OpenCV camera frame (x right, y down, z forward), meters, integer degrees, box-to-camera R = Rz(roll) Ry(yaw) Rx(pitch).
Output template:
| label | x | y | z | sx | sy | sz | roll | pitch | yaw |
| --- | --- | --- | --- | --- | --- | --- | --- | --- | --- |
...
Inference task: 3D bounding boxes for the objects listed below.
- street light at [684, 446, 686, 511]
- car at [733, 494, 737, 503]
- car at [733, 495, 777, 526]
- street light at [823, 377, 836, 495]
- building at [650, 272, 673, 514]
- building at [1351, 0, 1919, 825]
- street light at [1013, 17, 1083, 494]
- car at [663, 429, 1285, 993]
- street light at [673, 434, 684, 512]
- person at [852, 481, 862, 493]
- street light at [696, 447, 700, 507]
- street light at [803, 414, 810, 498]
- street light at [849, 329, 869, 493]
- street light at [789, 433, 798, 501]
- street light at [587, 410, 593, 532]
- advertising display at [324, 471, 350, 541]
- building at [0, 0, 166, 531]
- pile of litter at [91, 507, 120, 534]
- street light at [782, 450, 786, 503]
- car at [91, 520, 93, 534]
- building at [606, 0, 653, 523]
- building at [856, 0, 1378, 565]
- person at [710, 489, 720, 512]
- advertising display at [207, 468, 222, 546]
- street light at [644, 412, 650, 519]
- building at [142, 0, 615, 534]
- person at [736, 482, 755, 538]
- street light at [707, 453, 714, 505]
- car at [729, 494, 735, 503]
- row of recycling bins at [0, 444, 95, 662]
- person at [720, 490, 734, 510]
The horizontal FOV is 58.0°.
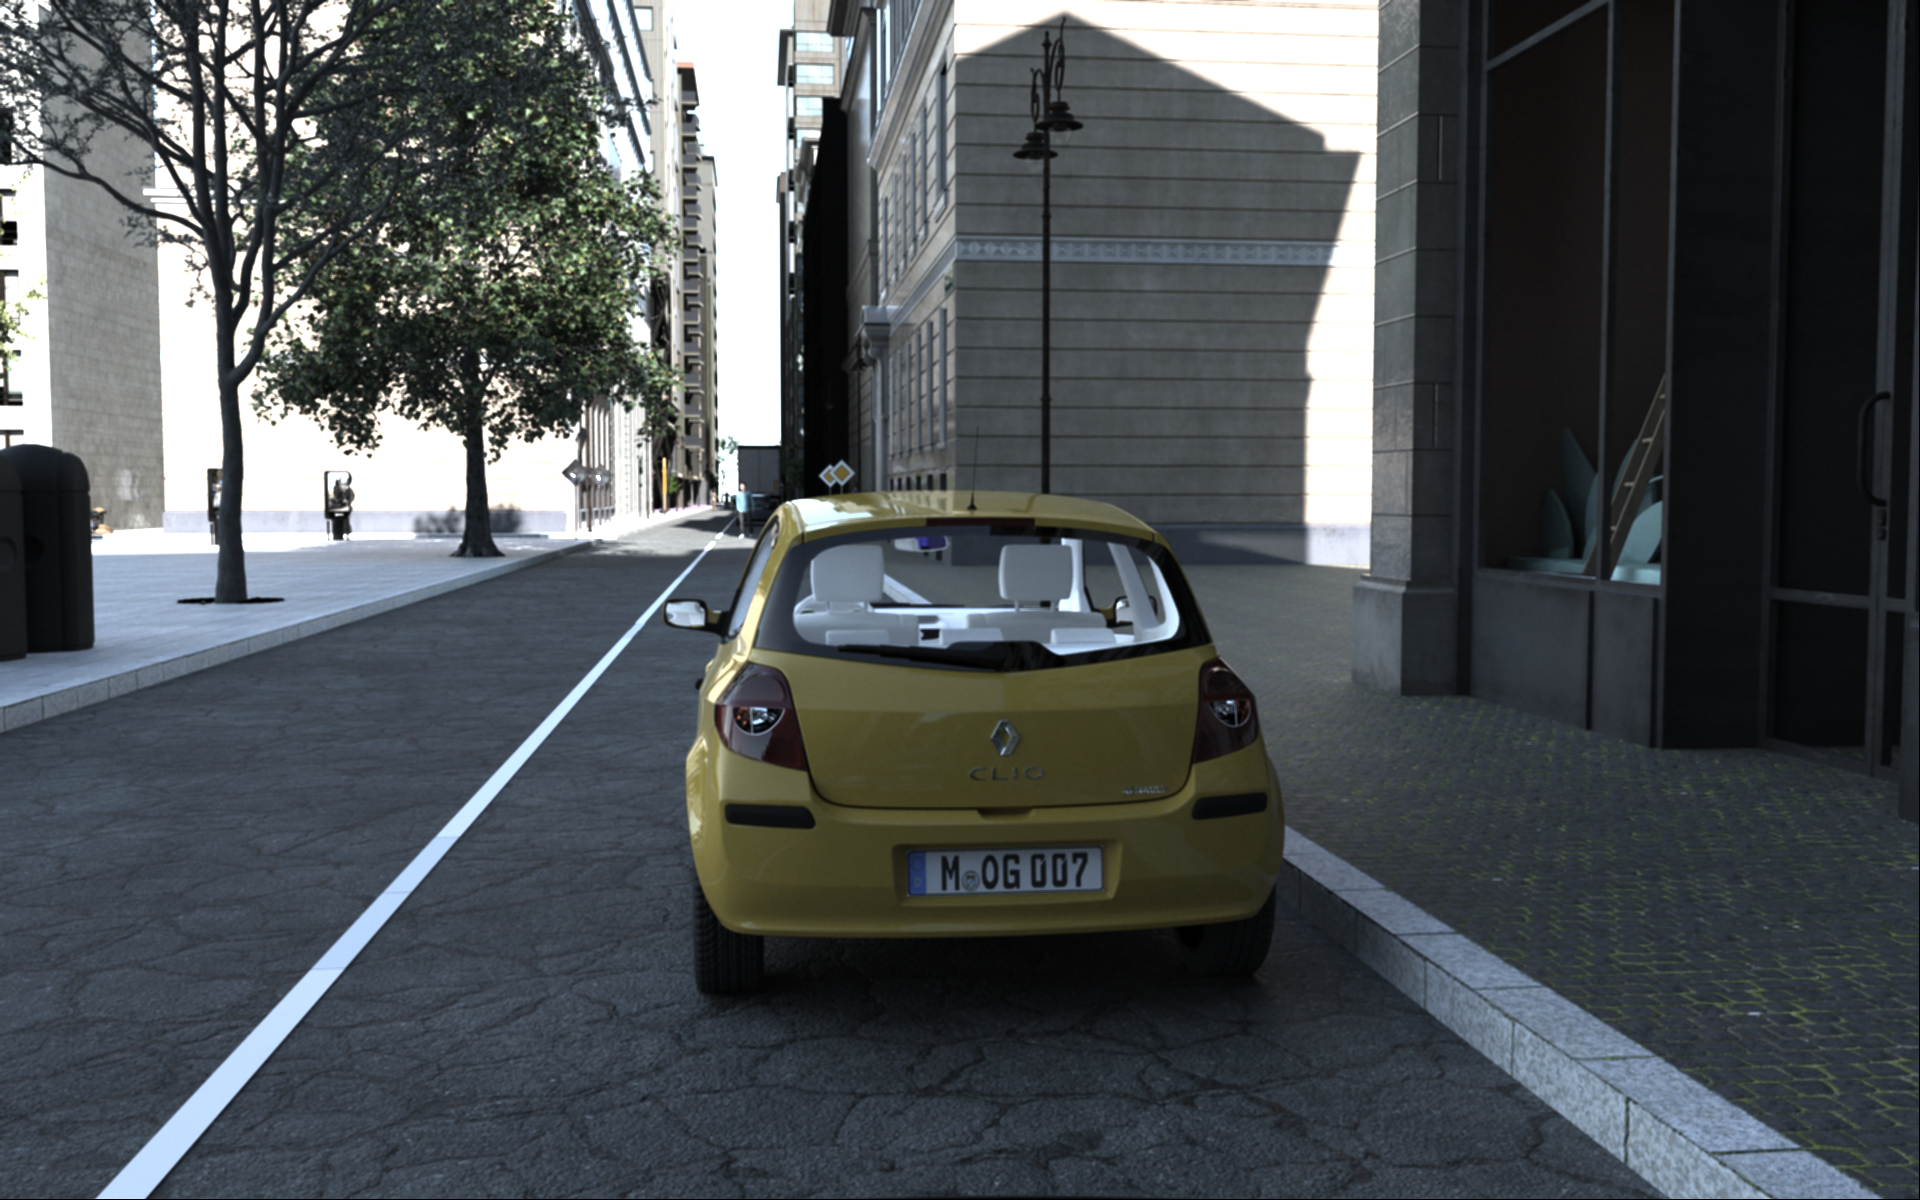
| label | x | y | z | sx | sy | sz | roll | pitch | yaw |
| --- | --- | --- | --- | --- | --- | --- | --- | --- | --- |
| street light | -21.428 | -9.866 | 134.100 | 0.468 | 5.910 | 1.993 | 0 | 4 | -7 |
| car | -32.122 | -14.685 | 251.897 | 2.131 | 1.459 | 4.920 | -1 | 4 | -8 |
| car | -9.438 | -4.149 | 79.838 | 2.014 | 1.417 | 4.499 | 0 | 4 | -8 |
| street light | -5.165 | -5.871 | 68.782 | 0.468 | 5.910 | 1.993 | 0 | 4 | -7 |
| building | -27.406 | -15.023 | 113.085 | 16.820 | 18.784 | 16.811 | 0 | 4 | -7 |
| building | 7.252 | -9.758 | 10.459 | 10.553 | 20.767 | 40.483 | 0 | 4 | -7 |
| street light | 0.868 | -2.732 | 17.457 | 0.468 | 5.910 | 1.993 | 0 | 4 | -7 |
| car | -0.117 | 0.229 | 6.477 | 2.015 | 1.641 | 3.980 | 0 | 4 | -7 |
| street light | -19.707 | -9.033 | 120.474 | 0.468 | 5.910 | 1.993 | 0 | 4 | -7 |
| person | -3.127 | -2.708 | 52.794 | 0.581 | 1.822 | 0.654 | -2 | 4 | -35 |
| street light | -24.971 | -11.777 | 165.338 | 0.468 | 5.910 | 1.993 | 0 | 4 | -7 |
| street light | -8.806 | -7.799 | 100.302 | 0.468 | 5.910 | 1.993 | 0 | 4 | -7 |
| street light | -2.836 | -4.641 | 48.676 | 0.468 | 5.910 | 1.993 | 0 | 4 | -7 |
| street light | -12.511 | -9.719 | 131.695 | 0.468 | 5.910 | 1.993 | 0 | 4 | -7 |
| street light | -12.374 | -5.197 | 57.762 | 0.468 | 5.910 | 1.993 | 0 | 4 | -7 |
| advertising display | -17.254 | -2.617 | 47.997 | 0.123 | 1.923 | 0.974 | 1 | 4 | 17 |
| building | -37.463 | -12.438 | 58.109 | 16.860 | 20.320 | 10.420 | 0 | 4 | -7 |
| pile of litter | -27.531 | -2.519 | 55.143 | 1.719 | 0.858 | 1.176 | 0 | 4 | 6 |
| street light | -17.877 | -12.477 | 176.782 | 0.468 | 5.910 | 1.993 | 0 | 4 | -7 |
| car | -28.482 | -2.396 | 51.540 | 4.827 | 1.381 | 2.083 | 0 | 4 | -6 |
| building | -22.428 | -19.108 | 89.908 | 11.434 | 29.767 | 29.804 | 0 | 4 | -7 |
| building | 4.891 | -15.565 | 40.391 | 13.634 | 28.700 | 20.117 | 0 | 4 | -7 |
| person | -20.077 | -8.137 | 141.550 | 0.705 | 1.824 | 1.348 | -3 | 5 | -45 |
| advertising display | -18.567 | -2.333 | 43.359 | 0.123 | 1.923 | 0.974 | 0 | 4 | -1 |
| street light | -16.058 | -7.107 | 88.984 | 0.468 | 5.910 | 1.993 | 0 | 4 | -7 |
| building | -20.282 | -17.077 | 65.106 | 13.634 | 28.700 | 20.117 | 0 | 4 | -7 |
| person | -7.073 | -2.982 | 57.278 | 0.660 | 1.820 | 0.620 | 1 | 4 | 10 |
| street light | -28.526 | -13.687 | 196.574 | 0.468 | 5.910 | 1.993 | 0 | 4 | -7 |
| car | -34.522 | -15.607 | 266.966 | 2.131 | 1.459 | 4.920 | 0 | 4 | -8 |
| row of recycling bins | -7.876 | -0.357 | 12.952 | 1.069 | 1.692 | 3.534 | 1 | 4 | 13 |
| person | -21.435 | -9.221 | 159.249 | 1.348 | 1.826 | 0.705 | 0 | 4 | -2 |
